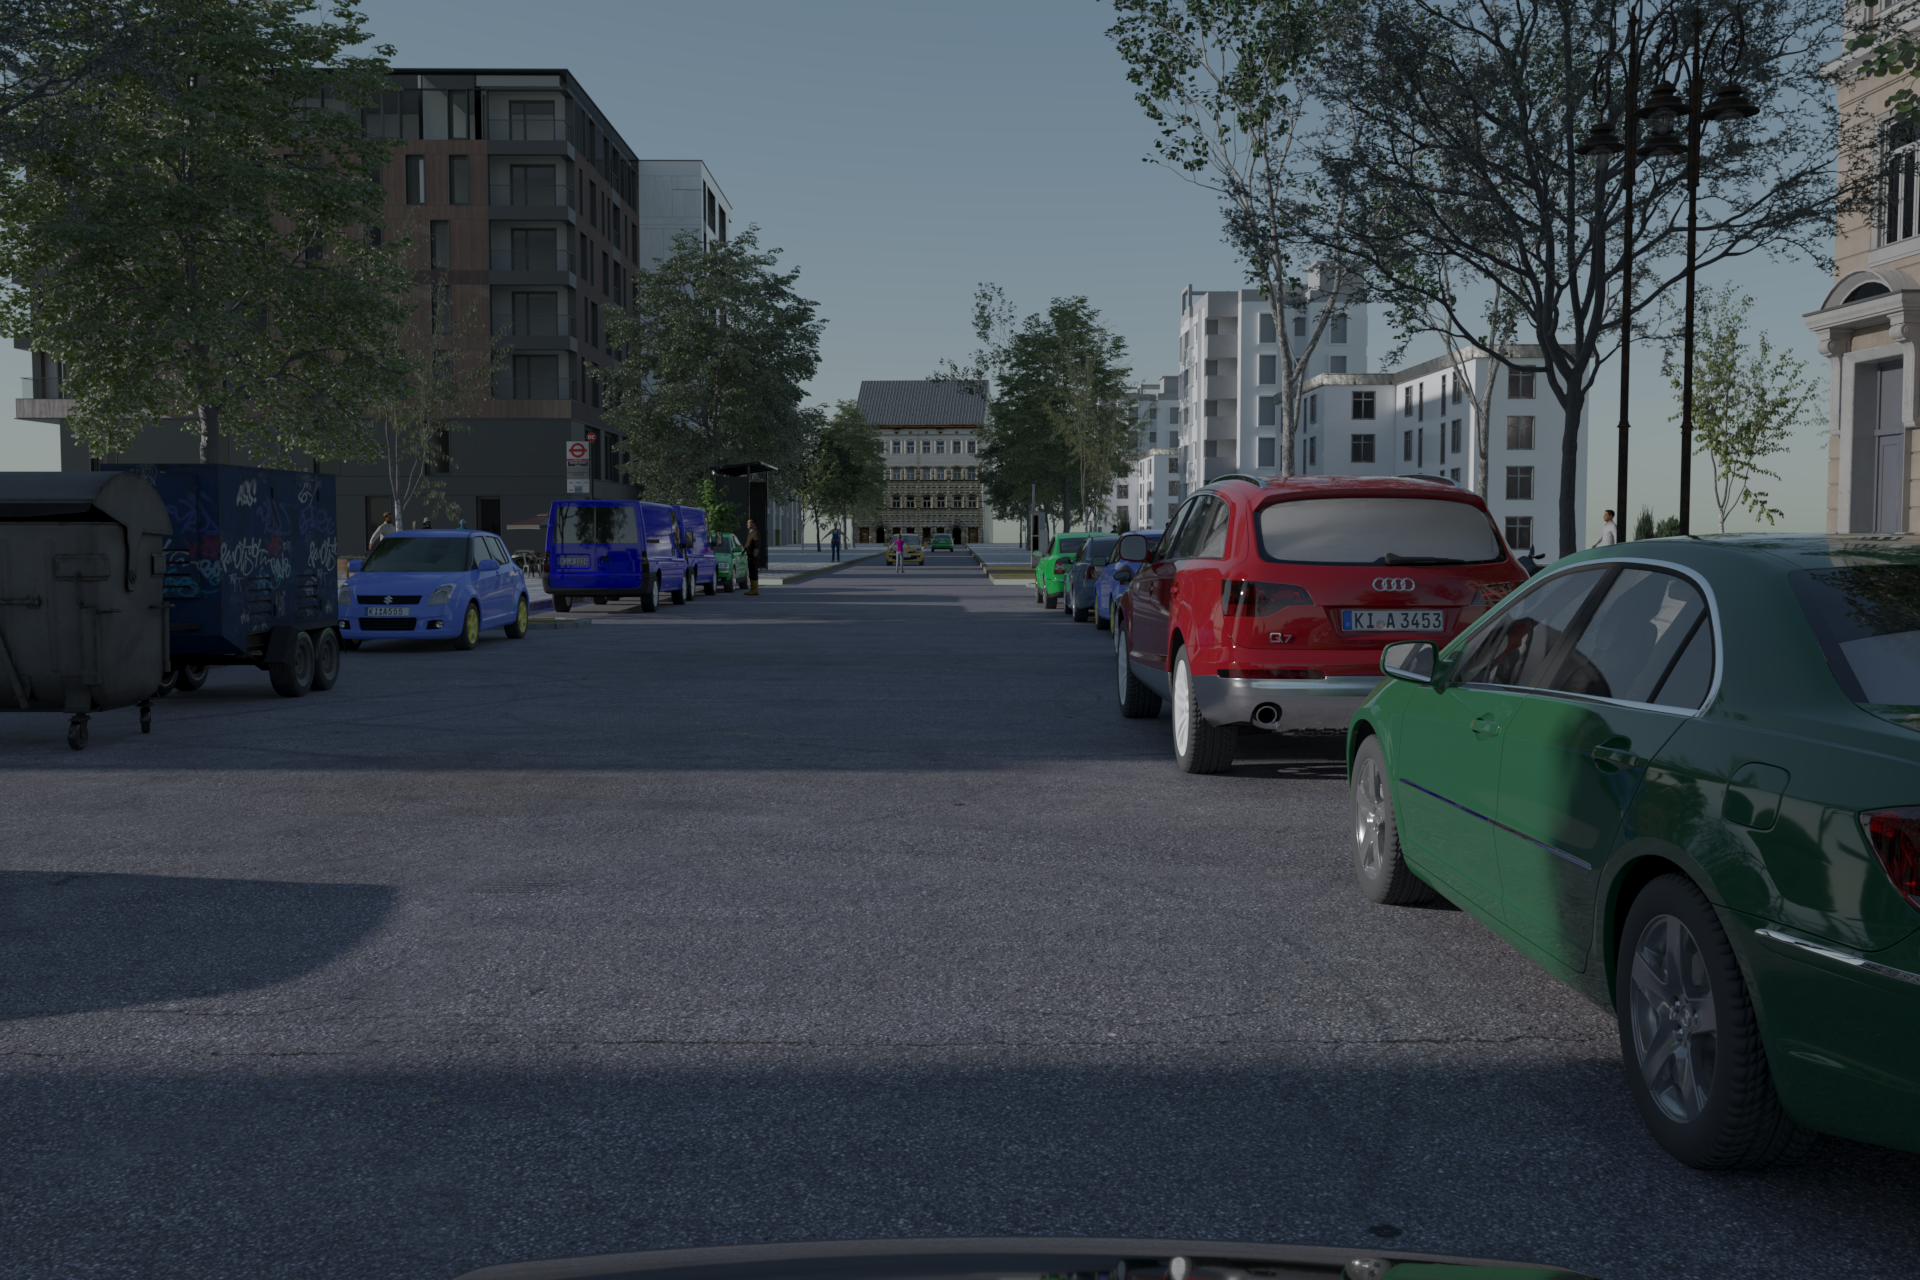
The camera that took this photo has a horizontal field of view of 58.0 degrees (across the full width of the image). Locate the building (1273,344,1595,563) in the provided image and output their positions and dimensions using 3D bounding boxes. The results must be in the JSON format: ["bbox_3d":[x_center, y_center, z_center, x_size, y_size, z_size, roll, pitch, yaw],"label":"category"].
[{"bbox_3d":[23.437,-9.082,90.637,9.099,9.664,28.070,0,3,0],"label":"building"}]

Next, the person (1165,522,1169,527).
[{"bbox_3d":[9.567,-4.509,79.872,0.704,1.843,1.345,1,4,20],"label":"person"}]

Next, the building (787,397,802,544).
[{"bbox_3d":[-29.634,-21.554,218.870,16.747,18.905,31.486,0,4,-1],"label":"building"}]

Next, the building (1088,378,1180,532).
[{"bbox_3d":[21.323,-22.162,218.760,16.016,20.090,11.380,0,4,-1],"label":"building"}]

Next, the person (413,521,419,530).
[{"bbox_3d":[-22.398,-3.981,71.218,0.705,1.813,1.348,0,4,7],"label":"person"}]

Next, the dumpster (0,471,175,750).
[{"bbox_3d":[-6.556,-0.226,11.905,1.865,1.857,1.264,0,3,0],"label":"dumpster"}]

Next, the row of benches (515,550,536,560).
[{"bbox_3d":[-16.878,-3.166,67.219,1.422,0.672,4.104,-1,4,-18],"label":"row of benches"}]

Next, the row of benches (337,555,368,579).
[{"bbox_3d":[-17.619,-2.144,50.514,1.422,0.672,4.104,2,4,29],"label":"row of benches"}]

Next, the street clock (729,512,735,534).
[{"bbox_3d":[-7.310,-3.086,55.022,0.358,2.002,0.471,0,4,1],"label":"street clock"}]

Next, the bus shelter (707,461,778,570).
[{"bbox_3d":[-7.349,-4.143,59.023,1.731,3.624,6.357,0,4,-1],"label":"bus shelter"}]

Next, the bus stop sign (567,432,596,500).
[{"bbox_3d":[-9.886,-3.476,45.536,0.855,3.939,0.416,0,4,1],"label":"bus stop sign"}]

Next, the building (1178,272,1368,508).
[{"bbox_3d":[21.858,-16.854,131.979,16.016,20.090,11.380,0,4,-1],"label":"building"}]

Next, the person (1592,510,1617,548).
[{"bbox_3d":[14.041,-1.922,37.573,0.704,1.810,1.344,0,4,-1],"label":"person"}]

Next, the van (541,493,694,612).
[{"bbox_3d":[-6.501,-1.774,33.391,2.240,2.365,5.245,0,4,0],"label":"van"}]

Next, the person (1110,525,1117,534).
[{"bbox_3d":[7.326,-4.649,82.736,1.216,1.740,0.721,-2,4,-27],"label":"person"}]

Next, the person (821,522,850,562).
[{"bbox_3d":[-5.680,-4.479,79.095,1.347,1.847,0.705,0,4,3],"label":"person"}]

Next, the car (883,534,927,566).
[{"bbox_3d":[-2.502,-4.247,79.659,2.015,1.641,3.980,0,4,0],"label":"car"}]

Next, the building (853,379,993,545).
[{"bbox_3d":[-4.902,-25.209,245.554,18.063,23.208,19.493,0,4,5],"label":"building"}]

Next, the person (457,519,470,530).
[{"bbox_3d":[-18.130,-3.496,63.293,1.347,1.817,0.704,0,4,5],"label":"person"}]

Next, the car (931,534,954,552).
[{"bbox_3d":[-1.420,-7.900,137.962,1.959,1.807,4.718,0,4,-1],"label":"car"}]

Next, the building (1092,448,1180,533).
[{"bbox_3d":[19.607,-14.783,183.847,9.099,9.664,28.070,0,4,0],"label":"building"}]

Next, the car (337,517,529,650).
[{"bbox_3d":[-6.834,-0.789,22.483,1.945,1.707,3.694,0,4,0],"label":"car"}]

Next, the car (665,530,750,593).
[{"bbox_3d":[-6.393,-2.139,43.770,1.959,1.807,4.718,0,3,0],"label":"car"}]

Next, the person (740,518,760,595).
[{"bbox_3d":[-4.881,-1.957,40.593,0.704,1.812,1.346,-1,4,-21],"label":"person"}]

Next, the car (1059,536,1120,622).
[{"bbox_3d":[2.724,-1.074,29.558,2.014,1.417,4.499,0,4,0],"label":"car"}]

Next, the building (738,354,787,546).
[{"bbox_3d":[-28.070,-19.336,182.604,16.747,18.905,31.486,0,4,-1],"label":"building"}]

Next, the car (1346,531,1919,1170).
[{"bbox_3d":[2.513,0.395,5.343,2.131,1.459,4.920,0,4,-1],"label":"car"}]

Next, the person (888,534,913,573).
[{"bbox_3d":[-2.190,-3.182,63.752,0.991,1.433,0.599,1,4,18],"label":"person"}]

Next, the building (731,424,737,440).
[{"bbox_3d":[-26.943,-15.991,127.903,16.747,18.905,31.486,0,4,0],"label":"building"}]

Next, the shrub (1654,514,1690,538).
[{"bbox_3d":[28.054,-3.934,68.368,1.661,2.075,1.752,0,3,0],"label":"shrub"}]

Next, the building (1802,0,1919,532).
[{"bbox_3d":[24.313,-14.675,25.836,13.634,28.700,20.117,0,4,0],"label":"building"}]

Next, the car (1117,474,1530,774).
[{"bbox_3d":[2.297,-0.198,11.918,2.281,1.827,5.304,0,4,-1],"label":"car"}]

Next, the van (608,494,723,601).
[{"bbox_3d":[-6.644,-2.102,38.757,2.240,2.365,5.245,0,4,0],"label":"van"}]

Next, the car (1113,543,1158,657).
[{"bbox_3d":[2.670,-0.381,18.240,2.014,1.417,4.499,0,4,-1],"label":"car"}]

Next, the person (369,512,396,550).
[{"bbox_3d":[-14.030,-2.233,42.593,0.704,1.819,1.344,2,4,30],"label":"person"}]

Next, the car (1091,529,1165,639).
[{"bbox_3d":[2.881,-0.935,24.875,1.945,1.707,3.694,0,4,-1],"label":"car"}]

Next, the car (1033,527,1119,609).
[{"bbox_3d":[2.469,-1.573,34.523,1.959,1.807,4.718,0,4,-1],"label":"car"}]

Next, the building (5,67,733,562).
[{"bbox_3d":[-27.966,-15.205,92.571,27.936,21.610,32.646,0,4,-1],"label":"building"}]
